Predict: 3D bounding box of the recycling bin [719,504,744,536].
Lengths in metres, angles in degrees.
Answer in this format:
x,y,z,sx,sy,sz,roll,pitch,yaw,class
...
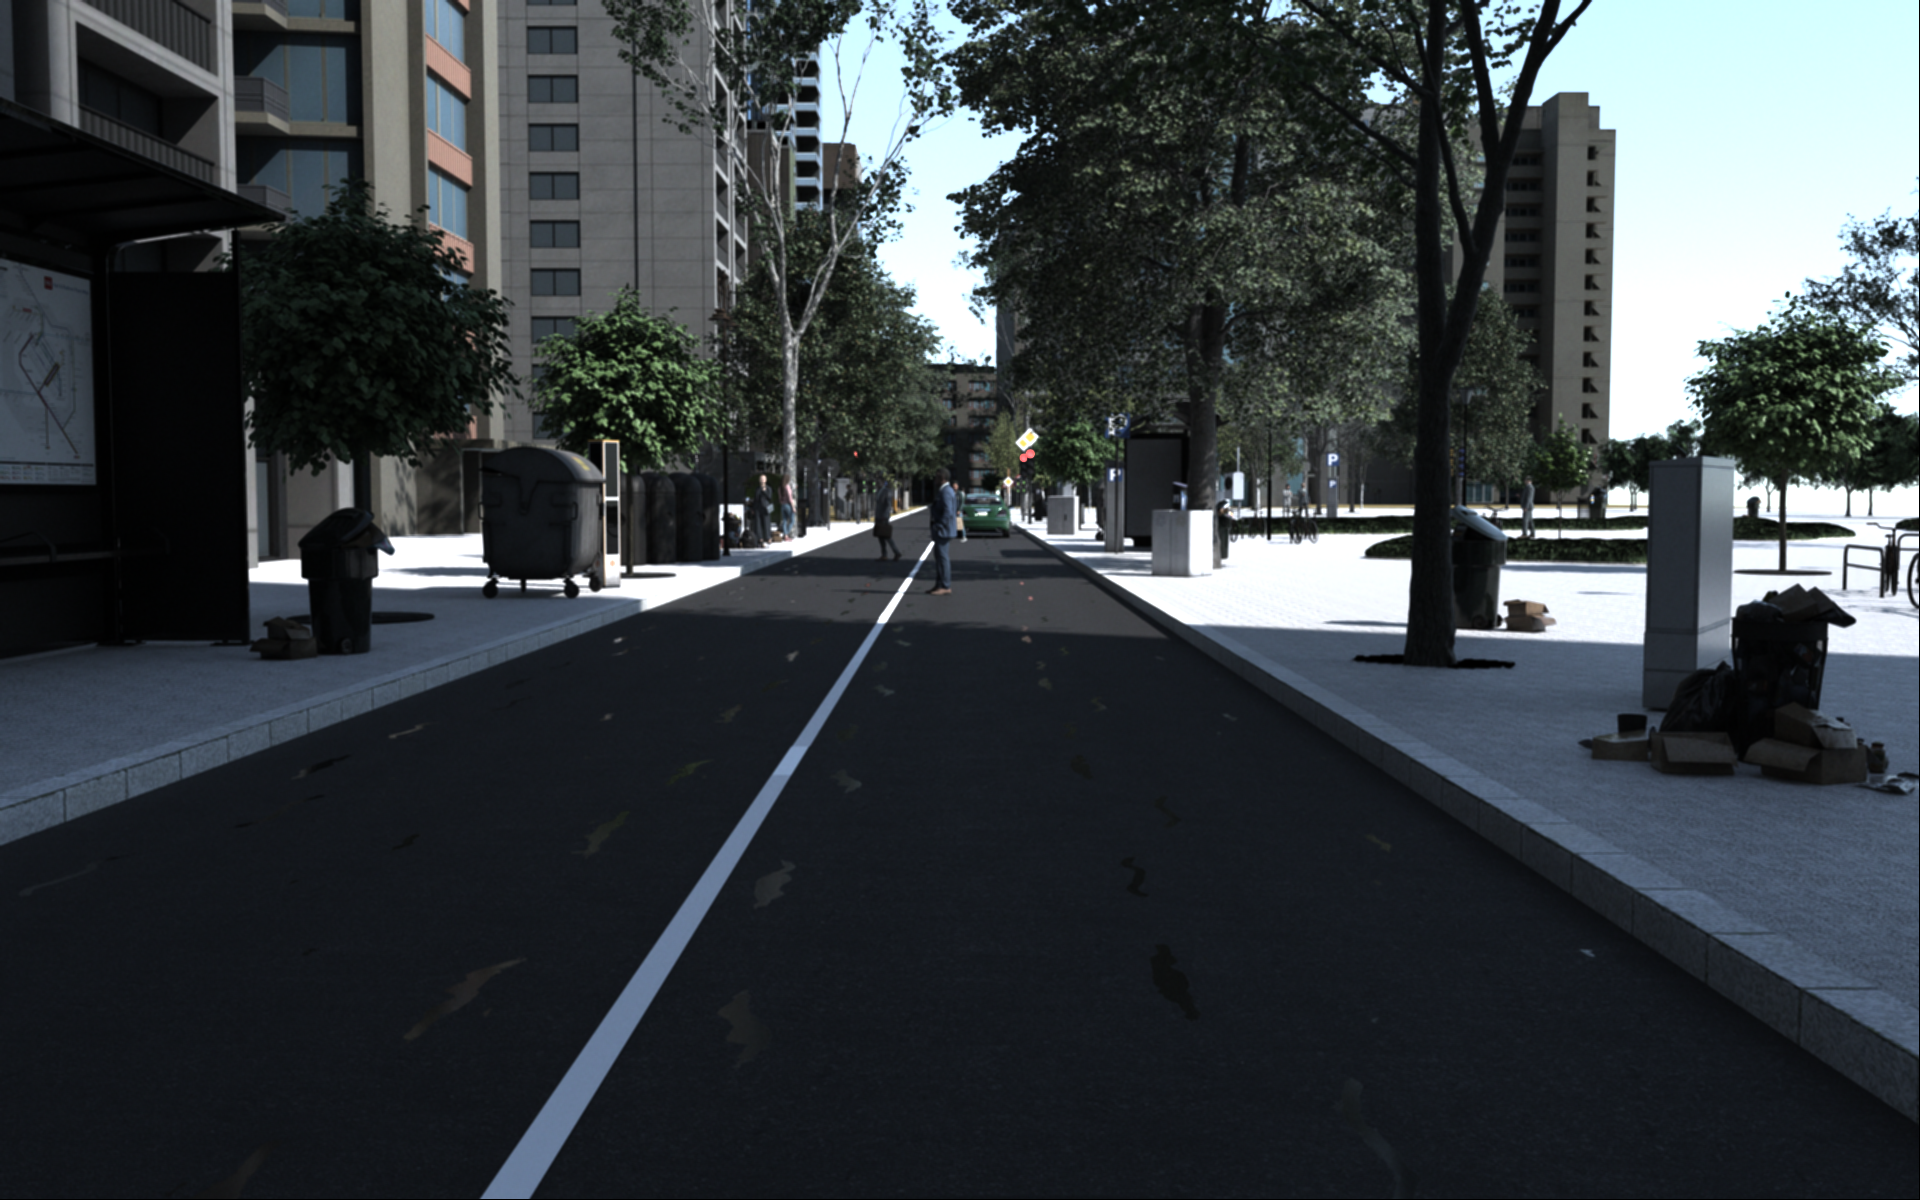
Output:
x,y,z,sx,sy,sz,roll,pitch,yaw,class
-5.722,-1.814,42.211,0.722,1.027,0.722,-2,4,-27,recycling bin

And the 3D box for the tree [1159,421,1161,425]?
x,y,z,sx,sy,sz,roll,pitch,yaw,class
16.434,-10.837,127.551,4.360,8.622,3.978,0,3,0,tree

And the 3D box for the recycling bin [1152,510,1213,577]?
x,y,z,sx,sy,sz,roll,pitch,yaw,class
3.476,-0.889,27.097,0.722,1.027,0.722,3,4,37,recycling bin

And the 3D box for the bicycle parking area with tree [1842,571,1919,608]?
x,y,z,sx,sy,sz,roll,pitch,yaw,class
14.572,-1.982,19.411,8.231,4.147,9.016,2,4,27,bicycle parking area with tree

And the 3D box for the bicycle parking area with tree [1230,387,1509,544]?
x,y,z,sx,sy,sz,roll,pitch,yaw,class
11.149,-3.693,47.384,8.231,4.147,9.016,2,4,29,bicycle parking area with tree

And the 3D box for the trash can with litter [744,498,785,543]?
x,y,z,sx,sy,sz,roll,pitch,yaw,class
-5.178,-2.102,45.757,0.624,1.170,1.055,3,5,45,trash can with litter

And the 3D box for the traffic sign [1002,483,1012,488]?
x,y,z,sx,sy,sz,roll,pitch,yaw,class
3.830,-8.573,140.175,0.884,2.594,0.081,0,4,4,traffic sign

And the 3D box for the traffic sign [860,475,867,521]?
x,y,z,sx,sy,sz,roll,pitch,yaw,class
-4.609,-4.942,82.923,0.606,2.300,0.079,0,4,3,traffic sign

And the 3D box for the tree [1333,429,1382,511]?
x,y,z,sx,sy,sz,roll,pitch,yaw,class
31.104,-11.256,134.402,4.360,8.622,3.978,0,3,0,tree

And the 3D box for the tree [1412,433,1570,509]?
x,y,z,sx,sy,sz,roll,pitch,yaw,class
48.834,-11.197,145.977,20.602,7.101,11.467,1,4,10,tree

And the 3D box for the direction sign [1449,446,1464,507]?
x,y,z,sx,sy,sz,roll,pitch,yaw,class
23.621,-5.536,82.517,0.876,3.537,0.379,1,4,14,direction sign

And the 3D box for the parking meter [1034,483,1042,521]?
x,y,z,sx,sy,sz,roll,pitch,yaw,class
3.720,-4.696,82.488,0.399,1.863,0.255,0,4,5,parking meter

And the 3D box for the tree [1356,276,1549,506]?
x,y,z,sx,sy,sz,roll,pitch,yaw,class
25.923,-10.558,89.626,9.611,12.733,9.660,0,3,0,tree

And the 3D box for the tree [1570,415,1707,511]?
x,y,z,sx,sy,sz,roll,pitch,yaw,class
55.345,-9.813,123.345,20.602,7.101,11.467,2,4,27,tree

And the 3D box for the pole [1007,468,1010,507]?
x,y,z,sx,sy,sz,roll,pitch,yaw,class
3.855,-8.814,137.958,0.158,3.312,0.155,0,3,0,pole

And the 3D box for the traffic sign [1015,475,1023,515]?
x,y,z,sx,sy,sz,roll,pitch,yaw,class
3.841,-6.624,108.415,0.768,2.556,0.104,1,4,10,traffic sign

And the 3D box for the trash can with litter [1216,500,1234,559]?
x,y,z,sx,sy,sz,roll,pitch,yaw,class
4.846,-1.396,34.208,1.055,1.170,0.624,0,4,-1,trash can with litter

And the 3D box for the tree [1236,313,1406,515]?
x,y,z,sx,sy,sz,roll,pitch,yaw,class
21.614,-11.874,104.510,12.009,13.543,11.850,0,3,0,tree

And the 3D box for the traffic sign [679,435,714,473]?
x,y,z,sx,sy,sz,roll,pitch,yaw,class
-5.662,-2.267,37.166,0.768,2.556,0.104,0,4,6,traffic sign

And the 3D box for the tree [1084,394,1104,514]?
x,y,z,sx,sy,sz,roll,pitch,yaw,class
8.135,-9.699,108.944,4.360,8.622,3.978,0,3,0,tree

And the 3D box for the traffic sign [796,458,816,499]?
x,y,z,sx,sy,sz,roll,pitch,yaw,class
-5.470,-3.727,61.046,0.768,2.556,0.104,0,4,8,traffic sign

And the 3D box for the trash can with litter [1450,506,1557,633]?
x,y,z,sx,sy,sz,roll,pitch,yaw,class
5.125,-0.308,16.431,1.055,1.170,0.624,3,4,39,trash can with litter

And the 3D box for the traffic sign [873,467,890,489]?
x,y,z,sx,sy,sz,roll,pitch,yaw,class
-6.198,-8.191,127.790,2.265,3.308,0.079,0,4,7,traffic sign

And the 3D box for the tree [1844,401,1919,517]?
x,y,z,sx,sy,sz,roll,pitch,yaw,class
52.040,-8.109,95.488,11.467,7.101,20.602,0,4,-4,tree

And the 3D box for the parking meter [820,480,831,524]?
x,y,z,sx,sy,sz,roll,pitch,yaw,class
-5.700,-4.135,73.315,0.399,1.863,0.255,-2,4,-25,parking meter

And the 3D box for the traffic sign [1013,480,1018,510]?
x,y,z,sx,sy,sz,roll,pitch,yaw,class
4.612,-8.527,139.519,0.768,2.556,0.104,1,4,9,traffic sign

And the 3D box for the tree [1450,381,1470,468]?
x,y,z,sx,sy,sz,roll,pitch,yaw,class
29.946,-9.604,107.381,4.737,8.622,4.395,0,3,0,tree

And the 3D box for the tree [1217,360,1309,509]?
x,y,z,sx,sy,sz,roll,pitch,yaw,class
25.092,-14.023,146.284,9.611,12.733,9.660,0,3,0,tree

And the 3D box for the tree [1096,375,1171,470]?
x,y,z,sx,sy,sz,roll,pitch,yaw,class
12.726,-12.272,135.052,8.767,10.594,7.601,1,4,11,tree

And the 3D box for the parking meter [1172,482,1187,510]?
x,y,z,sx,sy,sz,roll,pitch,yaw,class
4.536,-1.658,35.514,0.372,1.533,0.369,0,3,0,parking meter

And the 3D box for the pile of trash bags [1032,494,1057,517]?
x,y,z,sx,sy,sz,roll,pitch,yaw,class
5.183,-5.254,95.647,1.912,1.369,3.447,-1,4,-12,pile of trash bags

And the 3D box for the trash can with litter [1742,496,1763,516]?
x,y,z,sx,sy,sz,roll,pitch,yaw,class
37.764,-4.358,82.640,1.055,1.170,0.624,-3,4,-36,trash can with litter

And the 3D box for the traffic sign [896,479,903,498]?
x,y,z,sx,sy,sz,roll,pitch,yaw,class
-4.991,-8.763,143.383,0.768,2.556,0.104,0,4,7,traffic sign

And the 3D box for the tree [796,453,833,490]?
x,y,z,sx,sy,sz,roll,pitch,yaw,class
-10.918,-8.834,128.157,4.285,4.588,4.351,0,3,0,tree

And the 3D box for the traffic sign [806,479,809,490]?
x,y,z,sx,sy,sz,roll,pitch,yaw,class
-6.464,-4.535,74.247,0.768,2.556,0.104,0,4,7,traffic sign

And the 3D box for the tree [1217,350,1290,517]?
x,y,z,sx,sy,sz,roll,pitch,yaw,class
14.505,-8.249,85.235,4.360,8.622,3.978,0,3,0,tree

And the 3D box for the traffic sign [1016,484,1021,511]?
x,y,z,sx,sy,sz,roll,pitch,yaw,class
4.754,-8.259,135.144,0.768,2.556,0.104,0,4,3,traffic sign

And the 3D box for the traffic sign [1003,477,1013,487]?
x,y,z,sx,sy,sz,roll,pitch,yaw,class
3.631,-7.929,129.366,0.795,2.593,0.064,0,4,7,traffic sign

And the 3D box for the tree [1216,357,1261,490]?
x,y,z,sx,sy,sz,roll,pitch,yaw,class
14.127,-8.804,94.314,4.737,8.622,4.395,0,3,0,tree

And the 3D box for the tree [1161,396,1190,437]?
x,y,z,sx,sy,sz,roll,pitch,yaw,class
15.882,-10.249,117.936,4.360,8.622,3.978,0,3,0,tree

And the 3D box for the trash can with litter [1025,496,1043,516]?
x,y,z,sx,sy,sz,roll,pitch,yaw,class
4.499,-5.641,103.282,2.233,1.210,1.678,3,5,40,trash can with litter

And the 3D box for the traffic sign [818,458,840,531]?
x,y,z,sx,sy,sz,roll,pitch,yaw,class
-4.598,-3.701,60.624,0.768,2.556,0.104,0,4,7,traffic sign

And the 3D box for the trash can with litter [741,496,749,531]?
x,y,z,sx,sy,sz,roll,pitch,yaw,class
-6.509,-2.595,53.484,1.678,1.210,2.233,0,4,-5,trash can with litter

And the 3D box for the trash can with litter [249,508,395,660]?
x,y,z,sx,sy,sz,roll,pitch,yaw,class
-5.057,-0.144,13.738,0.624,1.170,1.055,2,4,25,trash can with litter

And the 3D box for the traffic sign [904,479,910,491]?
x,y,z,sx,sy,sz,roll,pitch,yaw,class
-4.547,-8.795,143.897,0.768,2.556,0.104,0,4,1,traffic sign
